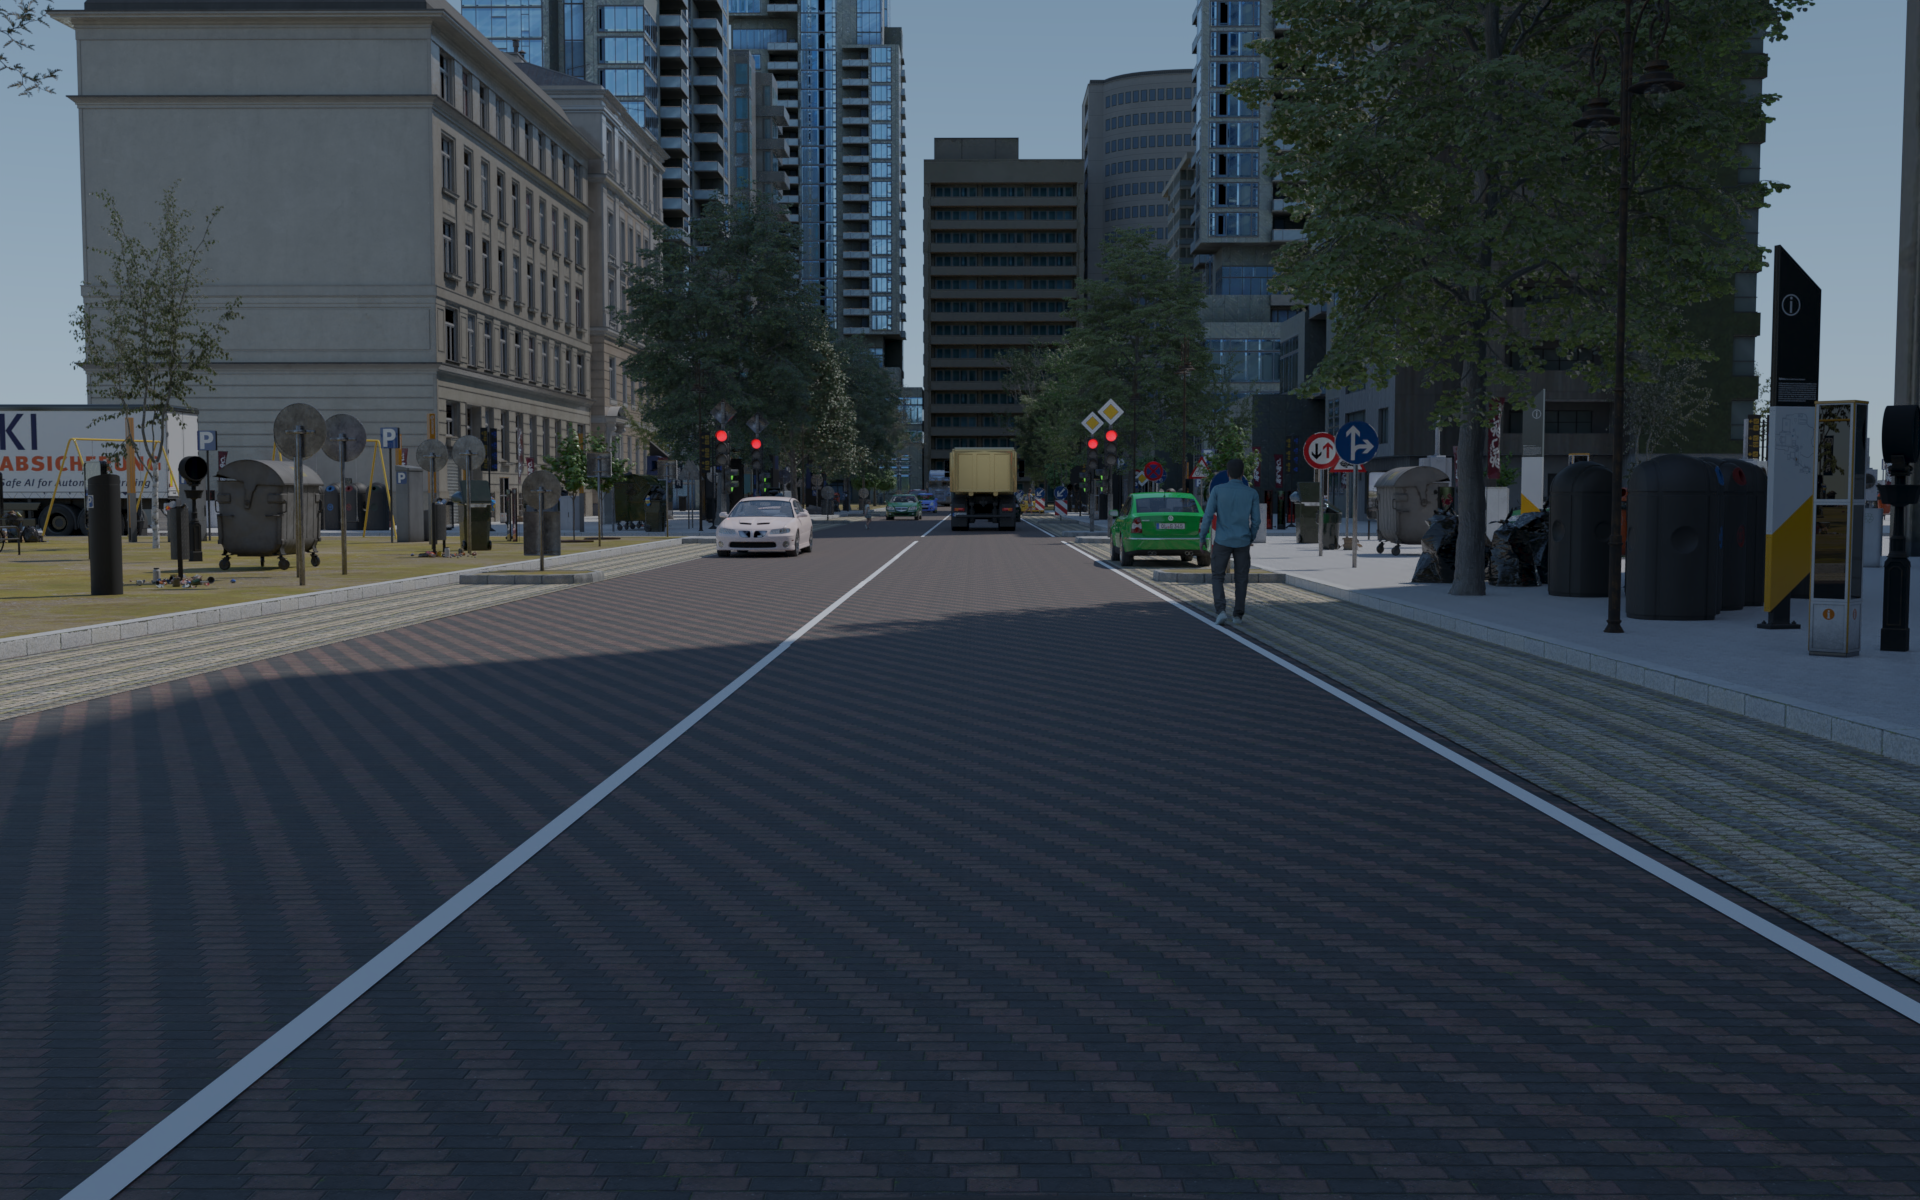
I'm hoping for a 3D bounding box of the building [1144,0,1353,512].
[{"bbox_3d":[29.641,-51.667,157.419,22.319,86.520,31.000,0,4,1],"label":"building"}]

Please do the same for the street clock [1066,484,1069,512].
[{"bbox_3d":[7.682,-7.123,121.027,0.471,2.002,0.358,-1,4,-8],"label":"street clock"}]

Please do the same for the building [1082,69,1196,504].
[{"bbox_3d":[31.247,-42.561,237.873,28.212,58.520,21.231,0,4,1],"label":"building"}]

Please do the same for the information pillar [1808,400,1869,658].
[{"bbox_3d":[6.947,-0.563,13.702,0.304,2.012,0.304,-3,5,-44],"label":"information pillar"}]

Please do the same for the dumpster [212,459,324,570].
[{"bbox_3d":[-11.893,-1.472,29.827,1.264,1.857,1.865,0,4,1],"label":"dumpster"}]

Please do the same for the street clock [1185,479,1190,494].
[{"bbox_3d":[10.675,-4.717,81.694,0.358,2.002,0.471,0,4,1],"label":"street clock"}]

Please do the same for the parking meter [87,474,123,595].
[{"bbox_3d":[-10.881,-0.834,22.051,0.372,1.533,0.369,0,3,0],"label":"parking meter"}]

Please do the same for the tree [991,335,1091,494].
[{"bbox_3d":[9.634,-21.322,204.508,12.611,20.169,13.585,0,3,0],"label":"tree"}]

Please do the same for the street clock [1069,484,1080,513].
[{"bbox_3d":[7.998,-7.004,119.084,0.471,2.002,0.358,-2,4,-33],"label":"street clock"}]

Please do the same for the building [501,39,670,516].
[{"bbox_3d":[-26.702,-19.816,109.899,13.634,28.700,20.117,0,4,1],"label":"building"}]

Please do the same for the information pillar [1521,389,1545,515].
[{"bbox_3d":[12.852,-2.904,38.831,0.504,3.616,0.183,3,5,42],"label":"information pillar"}]

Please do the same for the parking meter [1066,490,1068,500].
[{"bbox_3d":[8.205,-7.730,132.096,0.255,1.863,0.399,1,4,9],"label":"parking meter"}]

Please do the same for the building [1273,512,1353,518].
[{"bbox_3d":[29.986,-48.428,104.461,22.319,86.520,31.000,0,4,1],"label":"building"}]

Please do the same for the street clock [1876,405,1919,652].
[{"bbox_3d":[7.658,-0.585,14.130,0.358,2.002,0.471,3,4,37],"label":"street clock"}]

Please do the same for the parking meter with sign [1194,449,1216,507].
[{"bbox_3d":[9.279,-4.300,66.572,0.543,3.016,1.738,2,4,26],"label":"parking meter with sign"}]

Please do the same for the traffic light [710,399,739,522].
[{"bbox_3d":[-6.956,-3.800,51.046,0.839,4.253,0.868,0,4,1],"label":"traffic light"}]

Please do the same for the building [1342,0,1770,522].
[{"bbox_3d":[24.915,-18.564,75.217,14.107,30.474,14.160,0,4,1],"label":"building"}]

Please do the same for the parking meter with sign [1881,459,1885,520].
[{"bbox_3d":[46.394,-5.457,85.481,1.738,3.016,0.543,-1,4,-12],"label":"parking meter with sign"}]

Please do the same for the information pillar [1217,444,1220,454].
[{"bbox_3d":[10.321,-4.684,67.932,0.504,3.616,0.183,0,4,-2],"label":"information pillar"}]

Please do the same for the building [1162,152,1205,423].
[{"bbox_3d":[35.266,-30.258,186.604,32.217,40.220,23.993,0,4,1],"label":"building"}]

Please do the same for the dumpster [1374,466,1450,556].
[{"bbox_3d":[9.565,-1.886,36.592,1.264,1.857,1.865,0,4,1],"label":"dumpster"}]

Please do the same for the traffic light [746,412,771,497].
[{"bbox_3d":[-6.880,-4.288,59.031,0.839,4.253,0.868,0,4,1],"label":"traffic light"}]

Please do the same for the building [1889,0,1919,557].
[{"bbox_3d":[29.975,-24.493,24.159,21.300,48.544,21.600,0,4,1],"label":"building"}]

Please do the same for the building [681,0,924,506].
[{"bbox_3d":[-20.457,-56.599,238.072,31.000,86.520,22.319,0,4,1],"label":"building"}]

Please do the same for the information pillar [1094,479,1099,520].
[{"bbox_3d":[6.585,-4.896,84.540,0.304,2.012,0.304,-3,5,-41],"label":"information pillar"}]

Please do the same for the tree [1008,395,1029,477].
[{"bbox_3d":[8.704,-15.631,173.699,7.486,12.596,7.792,0,3,0],"label":"tree"}]

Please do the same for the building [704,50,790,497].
[{"bbox_3d":[-34.105,-34.741,187.628,30.456,49.044,23.786,0,4,1],"label":"building"}]

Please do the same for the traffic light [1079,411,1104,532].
[{"bbox_3d":[4.480,-4.283,58.940,0.839,4.253,0.868,0,4,1],"label":"traffic light"}]

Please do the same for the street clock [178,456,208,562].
[{"bbox_3d":[-14.555,-1.734,32.919,0.358,2.002,0.471,3,5,39],"label":"street clock"}]

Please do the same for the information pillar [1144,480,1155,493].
[{"bbox_3d":[9.506,-5.067,87.329,0.304,2.012,0.304,-2,4,-35],"label":"information pillar"}]

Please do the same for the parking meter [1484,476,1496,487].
[{"bbox_3d":[15.702,-2.791,51.351,0.255,1.863,0.399,0,4,-4],"label":"parking meter"}]

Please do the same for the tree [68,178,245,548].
[{"bbox_3d":[-19.067,-5.536,40.868,4.360,8.622,3.978,0,3,0],"label":"tree"}]

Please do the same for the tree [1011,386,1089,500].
[{"bbox_3d":[8.280,-13.177,149.861,7.601,10.594,8.767,1,4,23],"label":"tree"}]

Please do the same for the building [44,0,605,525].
[{"bbox_3d":[-28.584,-15.399,85.050,16.112,22.955,30.059,0,4,1],"label":"building"}]

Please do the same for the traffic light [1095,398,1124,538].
[{"bbox_3d":[4.405,-3.794,50.955,0.839,4.253,0.868,0,4,1],"label":"traffic light"}]

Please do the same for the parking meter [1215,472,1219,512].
[{"bbox_3d":[6.857,-2.462,45.959,0.255,1.863,0.399,1,4,13],"label":"parking meter"}]

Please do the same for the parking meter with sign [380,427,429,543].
[{"bbox_3d":[-14.629,-3.049,46.114,0.543,3.016,1.738,1,4,19],"label":"parking meter with sign"}]

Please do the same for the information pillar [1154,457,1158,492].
[{"bbox_3d":[12.499,-7.285,110.466,0.183,3.616,0.504,3,4,37],"label":"information pillar"}]

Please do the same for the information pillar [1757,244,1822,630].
[{"bbox_3d":[7.887,-1.533,16.424,0.504,3.616,0.183,-1,4,-14],"label":"information pillar"}]

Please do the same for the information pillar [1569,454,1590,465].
[{"bbox_3d":[11.249,-1.653,31.525,0.304,2.012,0.304,0,4,8],"label":"information pillar"}]

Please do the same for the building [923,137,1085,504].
[{"bbox_3d":[5.835,-37.590,238.290,21.600,48.544,21.300,0,4,1],"label":"building"}]

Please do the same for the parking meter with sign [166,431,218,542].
[{"bbox_3d":[-20.748,-3.088,46.743,0.543,3.016,1.738,0,4,8],"label":"parking meter with sign"}]

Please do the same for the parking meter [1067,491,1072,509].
[{"bbox_3d":[7.840,-7.052,123.709,0.372,1.533,0.369,0,3,0],"label":"parking meter"}]

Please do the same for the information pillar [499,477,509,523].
[{"bbox_3d":[-19.890,-4.351,75.635,0.304,2.012,0.304,3,4,37],"label":"information pillar"}]

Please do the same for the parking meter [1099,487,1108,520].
[{"bbox_3d":[7.125,-4.917,86.104,0.399,1.863,0.255,3,5,45],"label":"parking meter"}]

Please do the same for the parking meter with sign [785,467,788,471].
[{"bbox_3d":[-10.927,-6.907,109.196,0.543,3.016,1.738,1,4,8],"label":"parking meter with sign"}]

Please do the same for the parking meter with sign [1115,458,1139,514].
[{"bbox_3d":[8.206,-5.316,83.177,0.543,3.016,1.738,-2,4,-33],"label":"parking meter with sign"}]

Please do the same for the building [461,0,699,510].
[{"bbox_3d":[-30.778,-51.133,148.697,22.319,86.520,31.000,0,4,1],"label":"building"}]

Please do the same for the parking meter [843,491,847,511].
[{"bbox_3d":[-8.752,-7.548,131.817,0.372,1.533,0.369,0,3,0],"label":"parking meter"}]

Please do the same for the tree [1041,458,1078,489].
[{"bbox_3d":[8.195,-9.537,139.640,4.285,4.588,4.351,0,3,0],"label":"tree"}]

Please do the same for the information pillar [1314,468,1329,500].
[{"bbox_3d":[10.055,-2.676,48.241,0.304,2.012,0.304,-1,4,-15],"label":"information pillar"}]

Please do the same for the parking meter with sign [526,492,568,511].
[{"bbox_3d":[-16.413,-4.446,68.954,1.738,3.016,0.543,1,4,10],"label":"parking meter with sign"}]

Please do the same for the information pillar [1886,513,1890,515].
[{"bbox_3d":[62.089,-6.798,115.633,0.304,2.012,0.304,3,5,42],"label":"information pillar"}]
